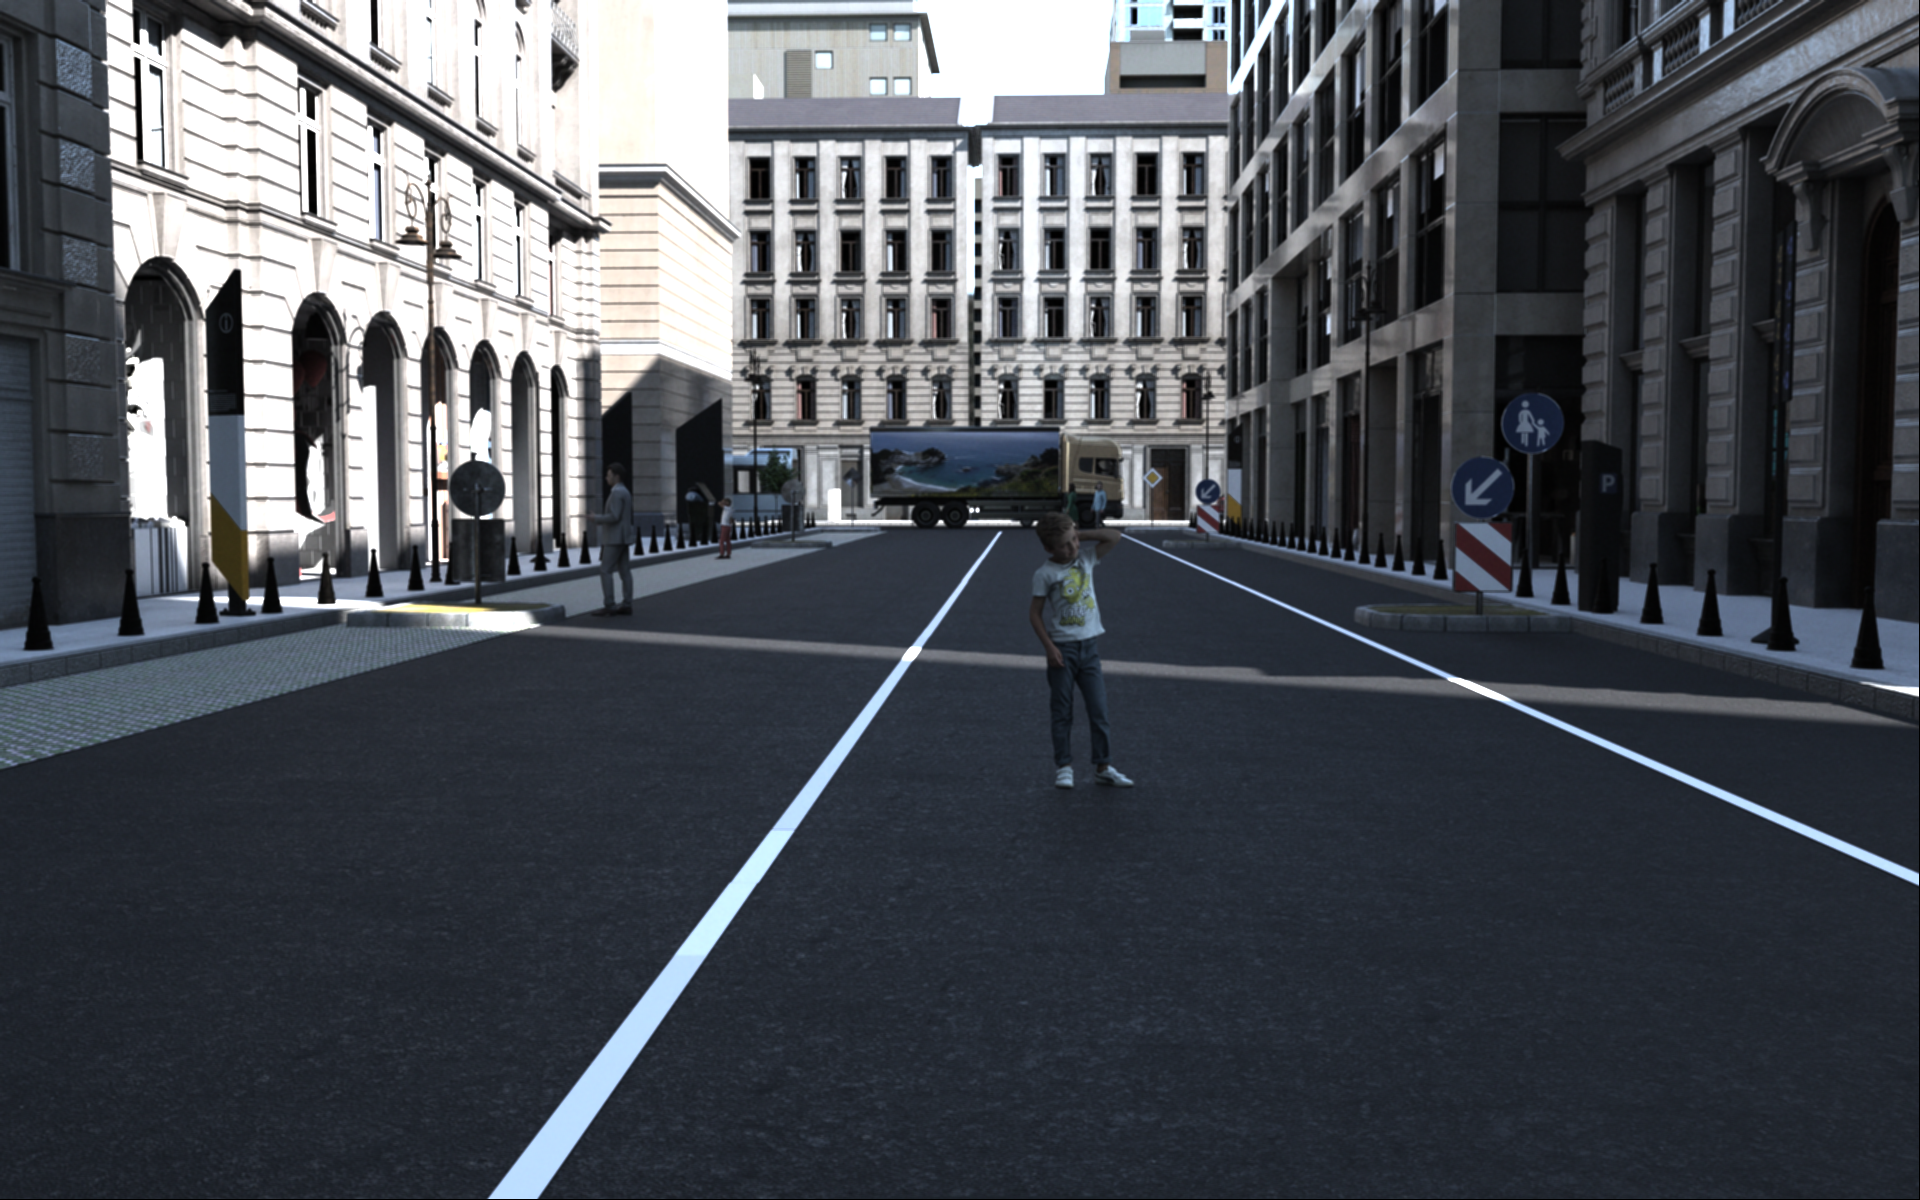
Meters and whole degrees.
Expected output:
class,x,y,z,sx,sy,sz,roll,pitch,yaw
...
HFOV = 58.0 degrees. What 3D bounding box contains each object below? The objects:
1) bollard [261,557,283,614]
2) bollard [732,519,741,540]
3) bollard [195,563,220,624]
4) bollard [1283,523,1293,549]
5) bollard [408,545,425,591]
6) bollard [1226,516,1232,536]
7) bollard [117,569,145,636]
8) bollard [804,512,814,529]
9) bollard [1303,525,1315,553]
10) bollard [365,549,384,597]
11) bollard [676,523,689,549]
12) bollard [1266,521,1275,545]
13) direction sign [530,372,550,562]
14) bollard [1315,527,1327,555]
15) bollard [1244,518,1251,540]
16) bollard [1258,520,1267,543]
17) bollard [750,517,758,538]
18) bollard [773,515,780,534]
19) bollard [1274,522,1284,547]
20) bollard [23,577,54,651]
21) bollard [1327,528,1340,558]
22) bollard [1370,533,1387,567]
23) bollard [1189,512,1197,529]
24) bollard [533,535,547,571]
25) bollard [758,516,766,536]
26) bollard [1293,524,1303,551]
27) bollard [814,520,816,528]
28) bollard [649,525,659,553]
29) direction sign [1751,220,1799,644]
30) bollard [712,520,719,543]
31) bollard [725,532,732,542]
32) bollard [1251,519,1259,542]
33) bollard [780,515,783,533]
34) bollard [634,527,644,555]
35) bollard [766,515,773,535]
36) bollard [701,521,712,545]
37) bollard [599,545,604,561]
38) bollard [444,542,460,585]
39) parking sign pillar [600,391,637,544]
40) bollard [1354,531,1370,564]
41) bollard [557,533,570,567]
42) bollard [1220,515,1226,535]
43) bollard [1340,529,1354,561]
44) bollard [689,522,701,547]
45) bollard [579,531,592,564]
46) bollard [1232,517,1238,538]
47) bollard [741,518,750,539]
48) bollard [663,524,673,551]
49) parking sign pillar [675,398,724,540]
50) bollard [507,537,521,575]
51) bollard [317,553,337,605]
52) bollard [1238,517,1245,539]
class,x,y,z,sx,sy,sz,roll,pitch,yaw
bollard,-7.432,-0.162,18.690,0.229,0.601,0.229,0,3,0
bollard,-6.275,-1.958,48.062,0.229,0.601,0.229,0,3,0
bollard,-7.491,-0.072,17.215,0.229,0.601,0.229,0,3,0
bollard,7.798,-1.509,40.710,0.229,0.601,0.229,0,3,0
bollard,-7.257,-0.431,23.086,0.229,0.601,0.229,0,3,0
bollard,8.256,-2.228,52.463,0.229,0.601,0.229,0,3,0
bollard,-7.545,0.018,15.750,0.229,0.601,0.229,0,3,0
bollard,-5.637,-2.948,64.236,0.229,0.601,0.229,0,3,0
bollard,7.678,-1.328,37.760,0.229,0.601,0.229,0,3,0
bollard,-7.316,-0.341,21.621,0.229,0.601,0.229,0,3,0
bollard,-6.564,-1.509,40.710,0.229,0.601,0.229,0,3,0
bollard,7.912,-1.688,43.644,0.229,0.601,0.229,0,3,0
direction sign,-7.924,-2.482,32.582,0.379,3.537,0.876,-1,4,-14
bollard,7.622,-1.239,36.294,0.229,0.601,0.229,0,3,0
bollard,8.085,-1.957,48.044,0.229,0.601,0.229,0,3,0
bollard,7.964,-1.778,45.109,0.229,0.601,0.229,0,3,0
bollard,-6.158,-2.138,51.003,0.229,0.601,0.229,0,3,0
bollard,-5.982,-2.408,55.418,0.229,0.601,0.229,0,3,0
bollard,7.853,-1.599,42.179,0.229,0.601,0.229,0,3,0
bollard,-7.608,0.107,14.285,0.229,0.601,0.229,0,3,0
bollard,7.565,-1.149,34.822,0.229,0.601,0.229,0,3,0
bollard,7.387,-0.878,30.397,0.229,0.601,0.229,0,3,0
bollard,8.781,-3.036,65.677,0.229,0.601,0.229,0,3,0
bollard,-7.025,-0.791,28.976,0.229,0.601,0.229,0,3,0
bollard,-6.097,-2.229,52.477,0.229,0.601,0.229,0,3,0
bollard,7.741,-1.419,39.243,0.229,0.601,0.229,0,3,0
bollard,-5.579,-3.038,65.713,0.229,0.601,0.229,0,3,0
bollard,-6.680,-1.329,37.777,0.229,0.601,0.229,0,3,0
direction sign,7.030,-1.397,14.833,0.379,3.537,0.876,1,4,17
bollard,-6.392,-1.779,45.131,0.229,0.601,0.229,0,3,0
bollard,-6.331,-1.869,46.596,0.229,0.601,0.229,0,3,0
bollard,8.027,-1.868,46.579,0.229,0.601,0.229,0,3,0
bollard,-5.927,-2.499,56.901,0.229,0.601,0.229,0,3,0
bollard,-6.734,-1.240,36.309,0.229,0.601,0.229,0,3,0
bollard,-6.043,-2.319,53.953,0.229,0.601,0.229,0,3,0
bollard,-6.447,-1.688,43.648,0.229,0.601,0.229,0,3,0
bollard,-6.852,-1.060,33.378,0.229,0.601,0.229,0,3,0
bollard,-7.199,-0.520,24.551,0.229,0.601,0.229,0,3,0
parking sign pillar,-9.113,-3.460,45.048,1.447,3.967,1.447,2,4,32
bollard,7.447,-0.968,31.871,0.229,0.601,0.229,0,3,0
bollard,-6.969,-0.881,30.448,0.229,0.601,0.229,0,3,0
bollard,8.317,-2.317,53.928,0.229,0.601,0.229,0,3,0
bollard,7.504,-1.059,33.355,0.229,0.601,0.229,0,3,0
bollard,-6.508,-1.599,42.183,0.229,0.601,0.229,0,3,0
bollard,-6.909,-0.971,31.913,0.229,0.601,0.229,0,3,0
bollard,8.197,-2.137,50.977,0.229,0.601,0.229,0,3,0
bollard,-6.213,-2.048,49.533,0.229,0.601,0.229,0,3,0
bollard,-6.621,-1.419,39.242,0.229,0.601,0.229,0,3,0
parking sign pillar,-7.340,-3.698,48.931,1.447,3.967,1.447,0,4,1
bollard,-7.089,-0.701,27.505,0.229,0.601,0.229,0,3,0
bollard,-7.377,-0.252,20.155,0.229,0.601,0.229,0,3,0
bollard,8.142,-2.047,49.509,0.229,0.601,0.229,0,3,0
